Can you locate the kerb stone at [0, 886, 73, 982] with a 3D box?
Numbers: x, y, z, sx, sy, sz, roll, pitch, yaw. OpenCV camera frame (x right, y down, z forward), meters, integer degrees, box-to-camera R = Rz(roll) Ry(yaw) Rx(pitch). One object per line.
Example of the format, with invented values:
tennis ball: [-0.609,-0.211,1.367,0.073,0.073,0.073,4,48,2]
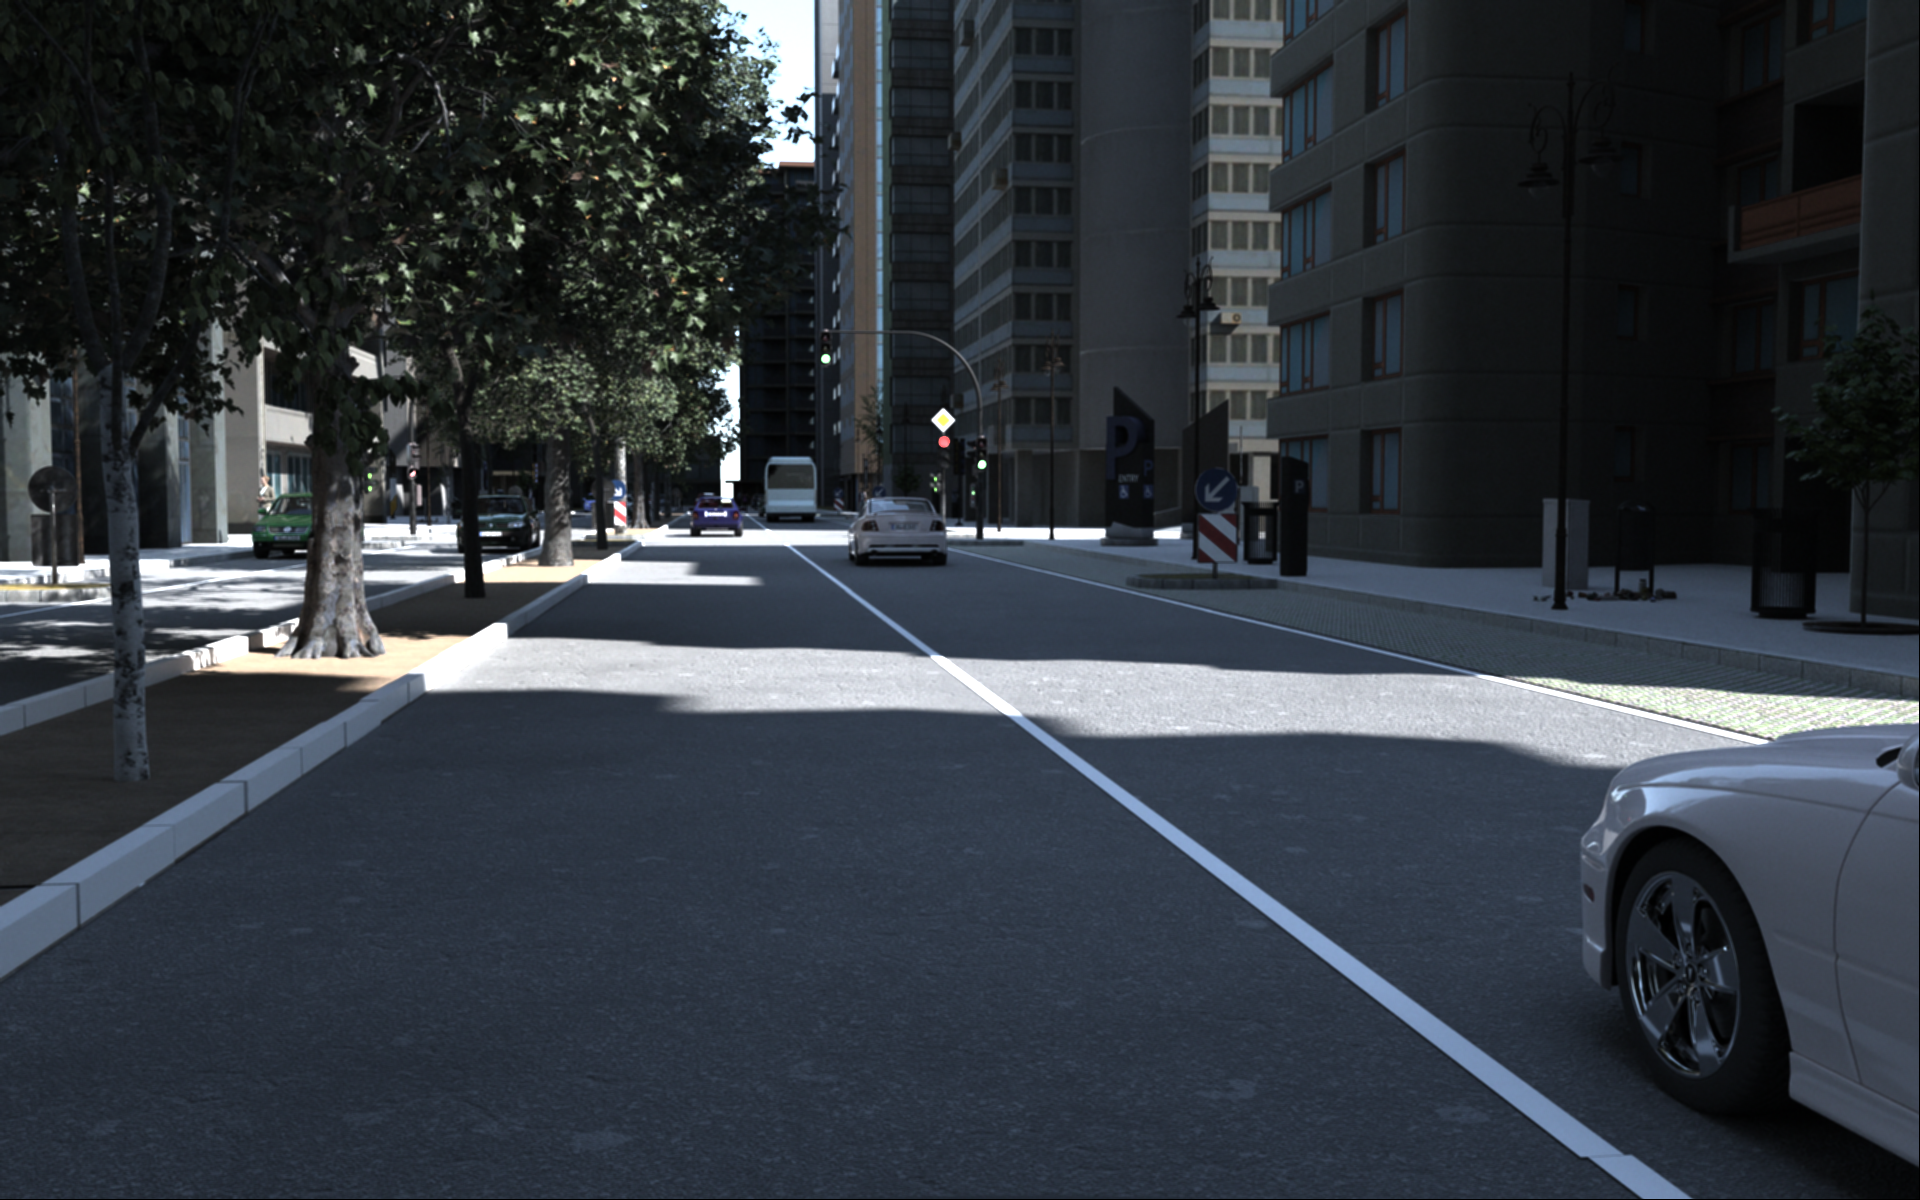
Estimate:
kerb stone: [-2.894,1.040,5.190,0.120,0.150,1.000,0,4,-8]

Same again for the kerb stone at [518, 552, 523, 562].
kerb stone: [-9.353,-0.865,36.420,0.120,0.150,1.000,0,4,-8]

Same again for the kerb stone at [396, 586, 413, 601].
kerb stone: [-7.524,-0.058,23.230,0.120,0.150,1.000,0,4,-8]

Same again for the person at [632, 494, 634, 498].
person: [-36.160,-11.282,193.485,0.750,1.759,0.617,-3,5,-40]

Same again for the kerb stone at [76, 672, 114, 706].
kerb stone: [-5.971,0.620,12.063,0.120,0.150,1.000,0,4,-8]

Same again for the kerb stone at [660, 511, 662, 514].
kerb stone: [-22.138,-6.491,128.328,0.120,0.150,1.000,0,4,-8]

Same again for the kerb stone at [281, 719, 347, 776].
kerb stone: [-3.459,0.791,9.257,0.120,0.150,1.000,0,4,-8]

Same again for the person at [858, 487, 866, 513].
person: [-6.458,-6.565,114.218,0.563,1.720,0.643,-1,4,-21]

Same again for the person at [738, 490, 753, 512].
person: [-16.795,-7.727,135.526,1.217,1.739,0.721,1,4,9]

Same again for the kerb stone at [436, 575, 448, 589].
kerb stone: [-7.951,-0.250,26.281,0.120,0.150,1.000,0,4,-8]

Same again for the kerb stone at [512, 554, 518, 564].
kerb stone: [-9.215,-0.808,35.403,0.120,0.150,1.000,0,4,-8]

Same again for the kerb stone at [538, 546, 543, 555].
kerb stone: [-9.922,-1.119,40.495,0.120,0.150,1.000,0,4,-8]

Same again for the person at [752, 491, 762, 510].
person: [-18.005,-8.811,153.277,0.721,1.735,1.217,2,4,34]

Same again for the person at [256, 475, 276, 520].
person: [-17.719,-2.296,44.136,0.519,1.759,0.362,1,4,22]

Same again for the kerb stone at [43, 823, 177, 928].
kerb stone: [-3.033,0.978,6.202,0.120,0.150,1.000,0,4,-8]

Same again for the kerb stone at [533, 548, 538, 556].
kerb stone: [-9.782,-1.053,39.475,0.120,0.150,1.000,0,4,-8]

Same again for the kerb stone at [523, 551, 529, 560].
kerb stone: [-9.496,-0.928,37.434,0.120,0.150,1.000,0,4,-8]

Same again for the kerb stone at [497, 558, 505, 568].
kerb stone: [-8.941,-0.684,33.373,0.120,0.150,1.000,0,4,-8]

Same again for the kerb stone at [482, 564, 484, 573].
kerb stone: [-8.511,-0.498,30.334,0.120,0.150,1.000,0,4,-8]

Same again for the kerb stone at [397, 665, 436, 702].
kerb stone: [-3.883,0.607,12.298,0.120,0.150,1.000,0,4,-8]

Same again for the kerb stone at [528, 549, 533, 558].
kerb stone: [-9.643,-0.994,38.445,0.120,0.150,1.000,0,4,-8]

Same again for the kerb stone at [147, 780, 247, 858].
kerb stone: [-3.183,0.919,7.223,0.120,0.150,1.000,0,4,-8]

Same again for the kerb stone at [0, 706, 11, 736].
kerb stone: [-5.684,0.745,10.031,0.120,0.150,1.000,0,4,-8]

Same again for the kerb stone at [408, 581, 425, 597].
kerb stone: [-7.669,-0.125,24.241,0.120,0.150,1.000,0,4,-8]

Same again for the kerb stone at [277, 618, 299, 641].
kerb stone: [-6.675,0.312,17.130,0.120,0.150,1.000,0,4,-8]

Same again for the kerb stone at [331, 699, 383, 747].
kerb stone: [-3.595,0.734,10.272,0.120,0.150,1.000,0,4,-8]

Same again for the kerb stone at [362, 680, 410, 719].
kerb stone: [-3.749,0.667,11.284,0.120,0.150,1.000,0,4,-8]

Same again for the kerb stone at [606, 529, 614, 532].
kerb stone: [-13.811,-2.822,68.430,0.120,0.150,1.000,0,4,-8]

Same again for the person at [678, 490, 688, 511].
person: [-23.604,-8.412,146.136,1.348,1.812,0.705,-1,4,-17]

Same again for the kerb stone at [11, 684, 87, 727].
kerb stone: [-5.830,0.682,11.050,0.120,0.150,1.000,0,4,-8]

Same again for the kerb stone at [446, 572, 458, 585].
kerb stone: [-8.089,-0.312,27.293,0.120,0.150,1.000,0,4,-8]

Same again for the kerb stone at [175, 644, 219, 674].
kerb stone: [-6.258,0.499,14.086,0.120,0.150,1.000,0,4,-8]

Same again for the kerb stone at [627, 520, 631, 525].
kerb stone: [-16.066,-3.816,84.676,0.120,0.150,1.000,0,4,-8]

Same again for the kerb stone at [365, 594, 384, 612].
kerb stone: [-7.241,0.061,21.193,0.120,0.150,1.000,0,4,-8]

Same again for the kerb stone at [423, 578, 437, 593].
kerb stone: [-7.809,-0.187,25.258,0.120,0.150,1.000,0,4,-8]

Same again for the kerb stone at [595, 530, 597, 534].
kerb stone: [-12.398,-2.206,58.264,0.120,0.150,1.000,0,4,-8]

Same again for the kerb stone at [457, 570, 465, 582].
kerb stone: [-8.228,-0.371,28.307,0.120,0.150,1.000,0,4,-8]

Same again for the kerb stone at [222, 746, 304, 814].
kerb stone: [-3.318,0.853,8.244,0.120,0.150,1.000,0,4,-8]

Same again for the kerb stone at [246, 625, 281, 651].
kerb stone: [-6.531,0.372,16.118,0.120,0.150,1.000,0,4,-8]

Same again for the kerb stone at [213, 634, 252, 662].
kerb stone: [-6.396,0.436,15.105,0.120,0.150,1.000,0,4,-8]

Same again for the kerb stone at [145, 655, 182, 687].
kerb stone: [-6.109,0.558,13.075,0.120,0.150,1.000,0,4,-8]

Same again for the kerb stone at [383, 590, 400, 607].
kerb stone: [-7.373,0.003,22.211,0.120,0.150,1.000,0,4,-8]

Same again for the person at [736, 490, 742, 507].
person: [-24.015,-11.003,188.386,0.705,1.826,1.348,1,4,18]

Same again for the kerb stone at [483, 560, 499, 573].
kerb stone: [-8.793,-0.622,32.362,0.120,0.150,1.000,0,4,-8]

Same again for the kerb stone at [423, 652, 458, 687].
kerb stone: [-4.019,0.542,13.326,0.120,0.150,1.000,0,4,-8]

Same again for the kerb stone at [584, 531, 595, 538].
kerb stone: [-12.256,-2.144,57.251,0.120,0.150,1.000,0,4,-8]

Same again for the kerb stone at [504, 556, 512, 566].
kerb stone: [-9.074,-0.746,34.388,0.120,0.150,1.000,0,4,-8]
